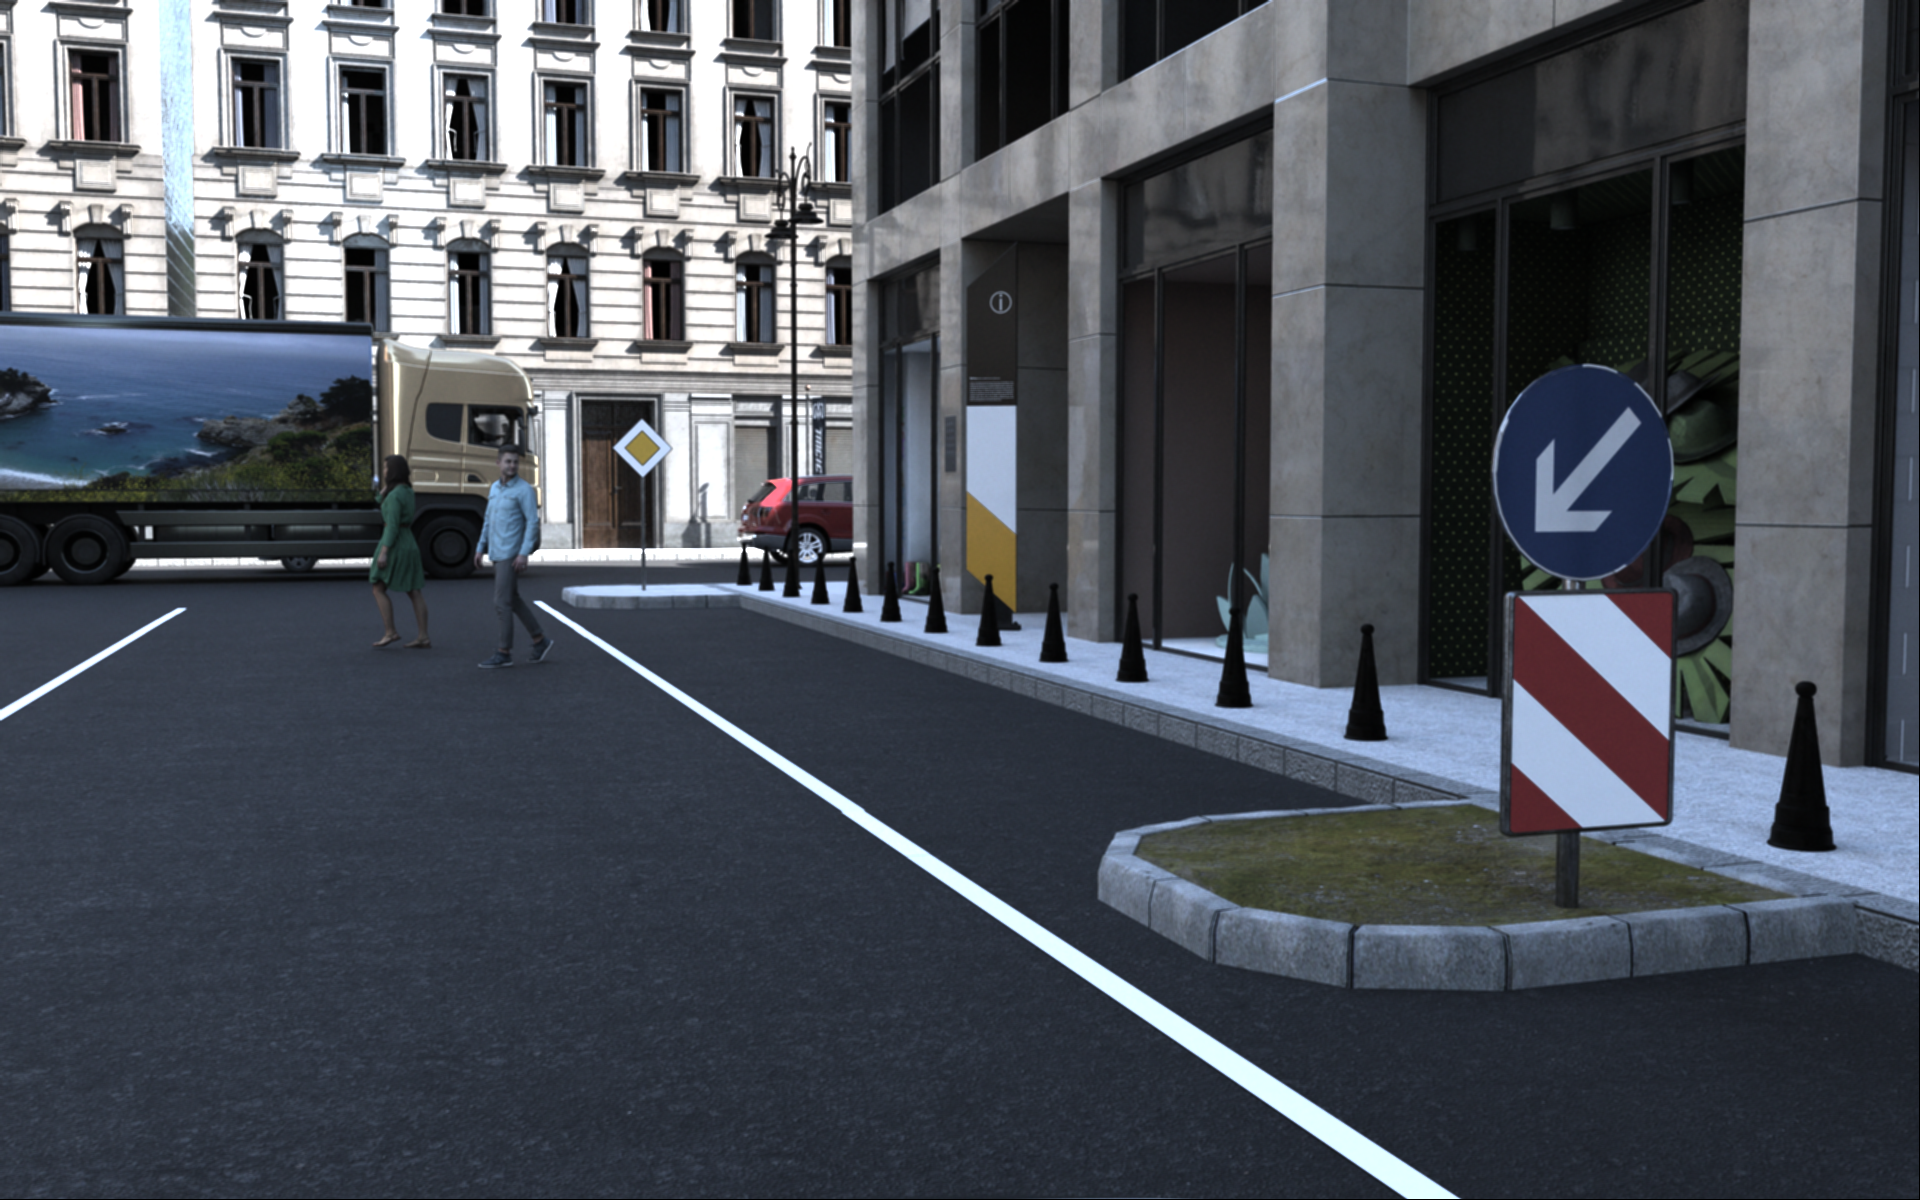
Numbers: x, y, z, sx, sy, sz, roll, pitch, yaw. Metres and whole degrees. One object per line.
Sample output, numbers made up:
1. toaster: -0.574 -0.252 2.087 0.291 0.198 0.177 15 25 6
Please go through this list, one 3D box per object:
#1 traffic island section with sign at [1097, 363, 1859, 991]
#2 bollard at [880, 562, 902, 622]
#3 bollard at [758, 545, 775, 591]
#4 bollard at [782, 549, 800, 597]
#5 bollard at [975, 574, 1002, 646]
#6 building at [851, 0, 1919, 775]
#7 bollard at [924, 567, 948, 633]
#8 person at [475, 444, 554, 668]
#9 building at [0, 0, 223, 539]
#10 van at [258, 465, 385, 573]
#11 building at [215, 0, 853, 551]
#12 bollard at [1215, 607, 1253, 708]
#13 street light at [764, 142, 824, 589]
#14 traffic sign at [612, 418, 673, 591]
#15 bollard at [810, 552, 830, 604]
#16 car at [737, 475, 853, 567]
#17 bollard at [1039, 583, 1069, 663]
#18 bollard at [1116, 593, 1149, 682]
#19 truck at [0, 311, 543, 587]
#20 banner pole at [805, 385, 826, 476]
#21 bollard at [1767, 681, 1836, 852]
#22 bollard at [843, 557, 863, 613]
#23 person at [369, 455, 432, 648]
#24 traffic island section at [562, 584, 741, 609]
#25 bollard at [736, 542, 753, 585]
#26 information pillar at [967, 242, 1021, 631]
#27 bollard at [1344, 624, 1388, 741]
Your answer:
1. traffic island section with sign: 1.564 0.161 5.990 1.989 1.847 2.006 -1 4 -19
2. bollard: -0.695 -0.086 17.453 0.229 0.601 0.229 0 3 0
3. bollard: -2.574 -0.427 23.024 0.229 0.601 0.229 0 3 0
4. bollard: -2.109 -0.342 21.633 0.229 0.601 0.229 0 3 0
5. bollard: 0.244 0.084 14.671 0.229 0.601 0.229 0 3 0
6. building: 13.130 -12.492 8.758 19.350 26.468 34.151 -1 4 -19
7. bollard: -0.222 -0.001 16.064 0.229 0.601 0.229 0 3 0
8. person: -3.698 -0.374 14.473 0.748 1.841 0.638 -3 4 -39
9. building: -26.731 -11.557 38.101 18.267 20.994 9.793 -1 4 -19
10. van: -11.012 -1.557 32.463 4.112 2.044 2.013 -1 4 -19
11. building: -9.316 -11.894 43.611 18.267 20.994 9.793 -1 4 -19
12. bollard: 1.659 0.341 10.472 0.229 0.601 0.229 0 3 0
13. street light: -2.223 -3.084 23.214 0.468 5.910 1.993 -1 4 -19
14. traffic sign: -4.206 -1.182 22.964 0.795 2.450 0.064 -1 4 -19
15. bollard: -1.636 -0.257 20.240 0.229 0.601 0.229 0 3 0
16. car: -1.851 -1.623 35.204 5.304 1.827 2.281 -1 4 -18
17. bollard: 0.719 0.169 13.272 0.229 0.601 0.229 0 3 0
18. bollard: 1.184 0.254 11.881 0.229 0.601 0.229 0 3 0
19. truck: -12.111 -2.436 28.749 11.283 4.237 2.839 -1 4 -20
20. banner pole: -3.329 -3.033 39.614 0.863 3.779 0.401 3 5 45
21. bollard: 3.070 0.596 6.301 0.229 0.601 0.229 0 3 0
22. bollard: -1.165 -0.171 18.845 0.229 0.601 0.229 0 3 0
23. person: -5.190 -0.446 16.042 0.529 1.795 0.600 -1 4 -9
24. traffic island section: -4.187 -0.047 23.048 2.009 0.180 2.903 -1 4 -19
25. bollard: -3.041 -0.512 24.415 0.229 0.601 0.229 0 3 0
26. information pillar: 0.316 -1.524 16.276 0.504 3.616 0.183 1 4 10
27. bollard: 2.132 0.426 9.081 0.229 0.601 0.229 0 3 0
